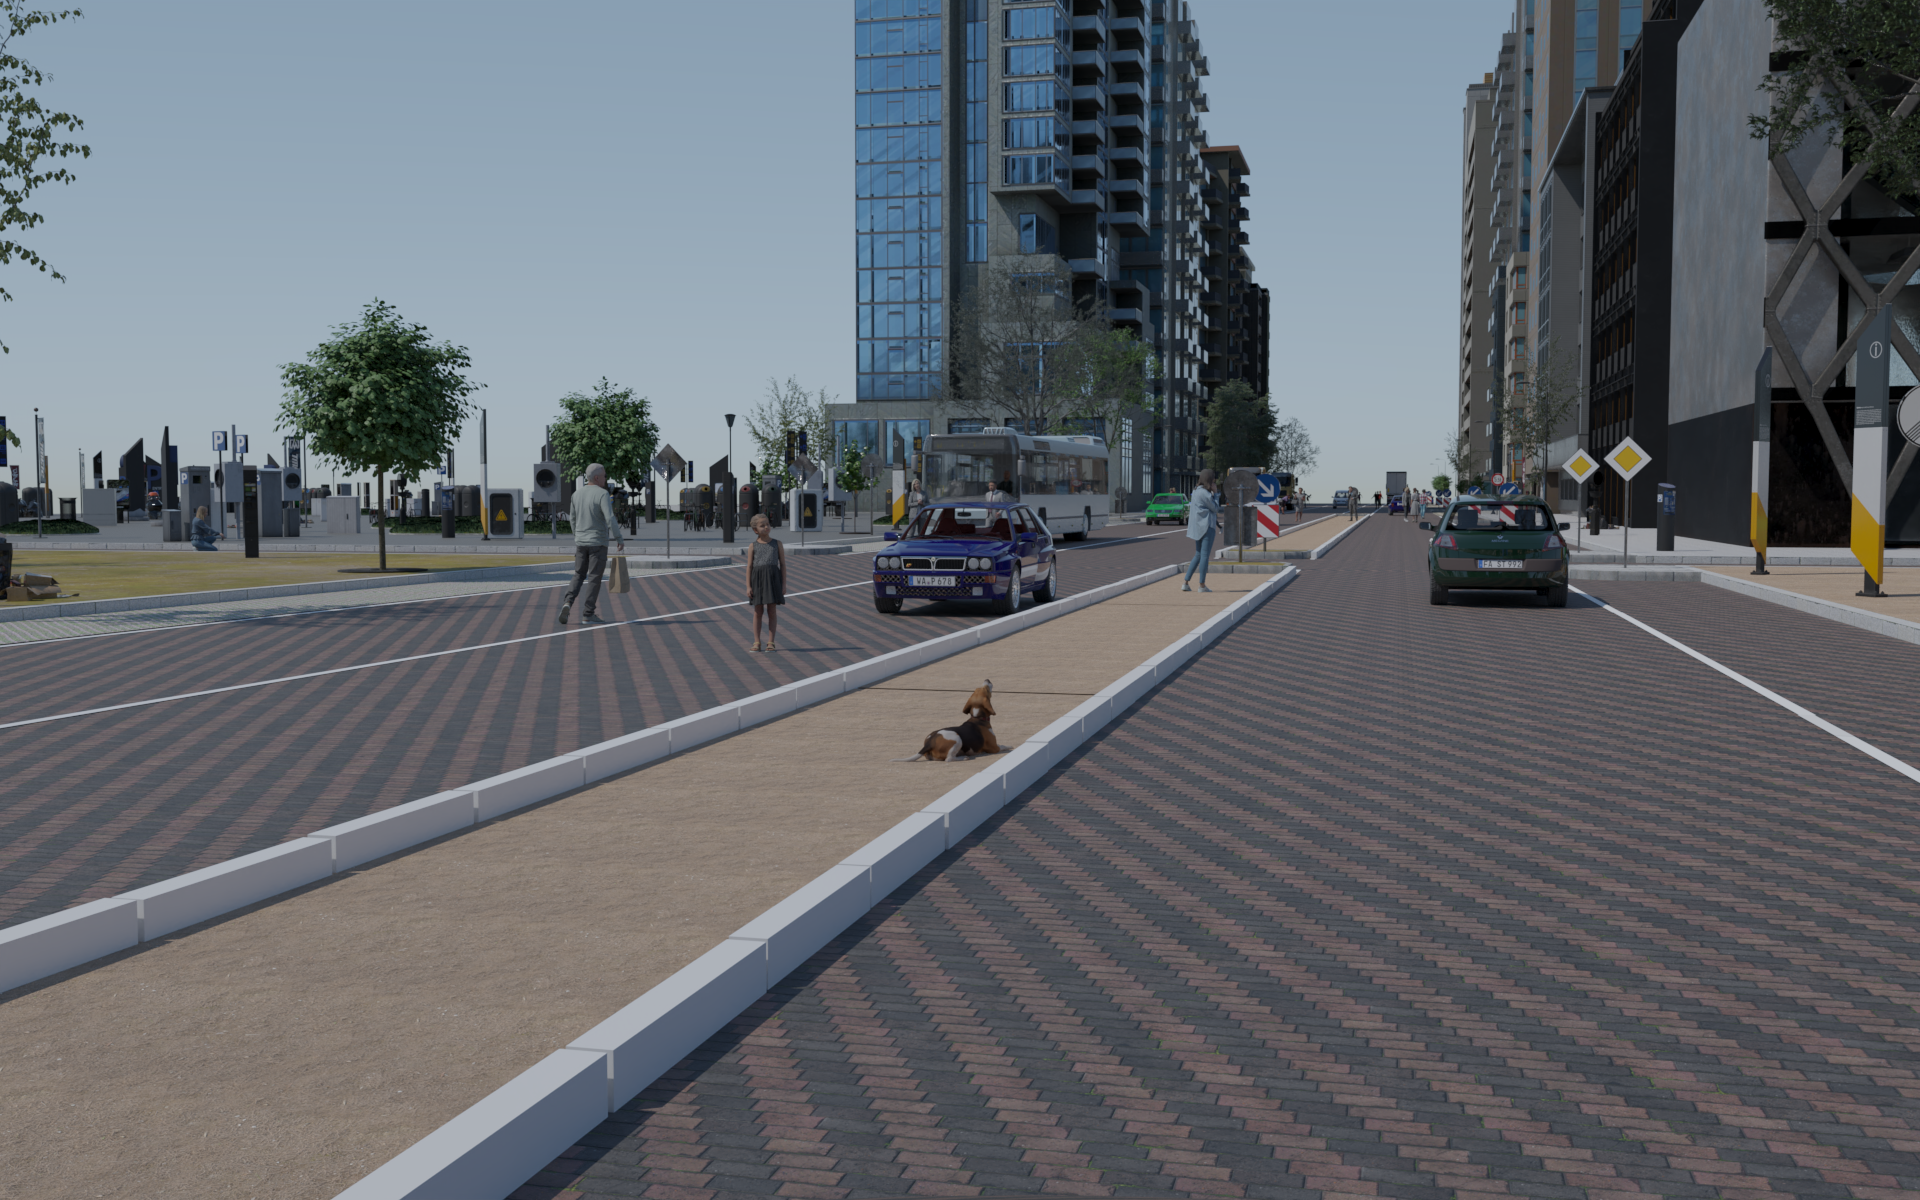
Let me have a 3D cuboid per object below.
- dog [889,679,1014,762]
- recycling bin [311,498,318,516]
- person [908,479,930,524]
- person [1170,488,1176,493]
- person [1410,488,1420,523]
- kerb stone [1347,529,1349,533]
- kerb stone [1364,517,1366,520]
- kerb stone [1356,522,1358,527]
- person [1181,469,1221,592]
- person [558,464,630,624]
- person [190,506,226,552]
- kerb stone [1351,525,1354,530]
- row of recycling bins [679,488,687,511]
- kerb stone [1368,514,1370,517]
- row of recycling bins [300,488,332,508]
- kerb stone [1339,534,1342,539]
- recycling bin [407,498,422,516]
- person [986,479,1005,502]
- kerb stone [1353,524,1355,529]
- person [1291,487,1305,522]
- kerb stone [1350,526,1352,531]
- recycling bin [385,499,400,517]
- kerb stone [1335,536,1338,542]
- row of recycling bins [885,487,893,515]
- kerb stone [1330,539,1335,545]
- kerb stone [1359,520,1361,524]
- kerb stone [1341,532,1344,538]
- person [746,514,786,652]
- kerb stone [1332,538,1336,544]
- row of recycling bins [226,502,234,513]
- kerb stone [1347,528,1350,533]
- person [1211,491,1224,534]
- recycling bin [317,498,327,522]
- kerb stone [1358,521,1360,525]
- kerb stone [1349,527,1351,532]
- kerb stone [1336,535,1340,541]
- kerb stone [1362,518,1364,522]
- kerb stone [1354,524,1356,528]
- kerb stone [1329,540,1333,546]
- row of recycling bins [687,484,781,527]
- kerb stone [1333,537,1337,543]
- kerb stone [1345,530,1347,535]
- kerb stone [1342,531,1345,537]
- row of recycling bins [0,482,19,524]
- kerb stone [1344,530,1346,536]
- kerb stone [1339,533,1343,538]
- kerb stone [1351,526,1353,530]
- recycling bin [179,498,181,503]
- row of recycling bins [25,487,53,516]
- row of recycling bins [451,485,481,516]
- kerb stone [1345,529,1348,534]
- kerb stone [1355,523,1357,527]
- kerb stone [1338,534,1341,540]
[{"bbox_3d":[-0.052,0.657,9.457,0.748,0.427,0.550,0,4,-6],"label":"dog"},{"bbox_3d":[-37.081,-5.374,100.413,0.722,1.027,0.722,1,4,16],"label":"recycling bin"},{"bbox_3d":[-0.993,-2.046,42.135,0.537,1.800,0.526,0,4,-3],"label":"person"},{"bbox_3d":[13.447,-6.170,109.348,0.573,1.828,0.580,2,4,29],"label":"person"},{"bbox_3d":[22.905,-4.782,87.262,0.480,1.755,0.524,-1,4,-11],"label":"person"},{"bbox_3d":[13.240,-2.290,59.686,0.120,0.150,1.000,1,4,14],"label":"kerb stone"},{"bbox_3d":[20.540,-4.056,88.514,0.120,0.150,1.000,1,4,14],"label":"kerb stone"},{"bbox_3d":[16.514,-3.083,72.606,0.120,0.150,1.000,1,4,14],"label":"kerb stone"},{"bbox_3d":[3.493,-1.001,25.138,0.793,1.790,0.793,3,5,41],"label":"person"},{"bbox_3d":[-3.999,-0.614,19.022,0.782,1.767,0.515,2,4,29],"label":"person"},{"bbox_3d":[-17.620,-1.622,40.521,0.738,1.151,1.012,-2,4,-26],"label":"person"},{"bbox_3d":[14.747,-2.658,65.647,0.120,0.150,1.000,1,4,14],"label":"kerb stone"},{"bbox_3d":[-17.613,-6.524,113.785,1.069,1.692,3.534,-1,4,-23],"label":"row of recycling bins"},{"bbox_3d":[23.306,-4.724,99.438,0.120,0.150,1.000,1,4,14],"label":"kerb stone"},{"bbox_3d":[-41.303,-6.353,110.989,3.534,1.692,1.069,3,5,45],"label":"row of recycling bins"},{"bbox_3d":[11.475,-1.859,52.727,0.120,0.150,1.000,1,4,14],"label":"kerb stone"},{"bbox_3d":[-32.037,-5.464,101.882,0.722,1.027,0.722,3,4,36],"label":"recycling bin"},{"bbox_3d":[0.849,-2.047,42.248,0.678,1.792,0.850,2,4,34],"label":"person"},{"bbox_3d":[15.253,-2.779,67.631,0.120,0.150,1.000,1,4,14],"label":"kerb stone"},{"bbox_3d":[17.469,-4.934,89.528,0.716,1.782,0.532,1,4,15],"label":"person"},{"bbox_3d":[14.245,-2.536,63.662,0.120,0.150,1.000,1,4,14],"label":"kerb stone"},{"bbox_3d":[-31.617,-5.135,96.516,0.722,1.027,0.722,-2,4,-26],"label":"recycling bin"},{"bbox_3d":[10.717,-1.682,49.742,0.120,0.150,1.000,1,4,14],"label":"kerb stone"},{"bbox_3d":[-3.495,-6.099,106.826,1.069,1.692,3.534,-2,4,-31],"label":"row of recycling bins"},{"bbox_3d":[9.972,-1.497,46.768,0.120,0.150,1.000,1,4,14],"label":"kerb stone"},{"bbox_3d":[17.778,-3.387,77.576,0.120,0.150,1.000,1,4,14],"label":"kerb stone"},{"bbox_3d":[11.982,-1.989,54.718,0.120,0.150,1.000,1,4,14],"label":"kerb stone"},{"bbox_3d":[-1.760,-0.158,15.752,0.362,1.253,0.373,0,4,-2],"label":"person"},{"bbox_3d":[10.218,-1.562,47.759,0.120,0.150,1.000,1,4,14],"label":"kerb stone"},{"bbox_3d":[-50.087,-6.816,118.553,1.069,1.692,3.534,2,4,34],"label":"row of recycling bins"},{"bbox_3d":[13.494,-2.354,60.676,0.120,0.150,1.000,1,4,14],"label":"kerb stone"},{"bbox_3d":[9.062,-3.293,62.180,0.795,1.843,0.661,-2,4,-25],"label":"person"},{"bbox_3d":[-29.523,-4.197,81.178,0.722,1.027,0.722,0,4,-7],"label":"recycling bin"},{"bbox_3d":[17.265,-3.260,75.590,0.120,0.150,1.000,1,4,14],"label":"kerb stone"},{"bbox_3d":[13.986,-2.476,62.670,0.120,0.150,1.000,1,4,14],"label":"kerb stone"},{"bbox_3d":[10.971,-1.746,50.741,0.120,0.150,1.000,1,4,14],"label":"kerb stone"},{"bbox_3d":[19.282,-3.753,83.553,0.120,0.150,1.000,1,4,14],"label":"kerb stone"},{"bbox_3d":[15.500,-2.834,68.634,0.120,0.150,1.000,1,4,14],"label":"kerb stone"},{"bbox_3d":[9.719,-1.442,45.777,0.120,0.150,1.000,1,4,14],"label":"kerb stone"},{"bbox_3d":[-8.749,-3.723,67.980,3.534,1.692,1.069,0,4,6],"label":"row of recycling bins"},{"bbox_3d":[10.475,-1.624,48.749,0.120,0.150,1.000,1,4,14],"label":"kerb stone"},{"bbox_3d":[12.737,-2.171,57.692,0.120,0.150,1.000,1,4,14],"label":"kerb stone"},{"bbox_3d":[12.227,-2.047,55.712,0.120,0.150,1.000,1,4,14],"label":"kerb stone"},{"bbox_3d":[-34.185,-3.323,61.440,1.069,1.692,3.534,-3,4,-37],"label":"row of recycling bins"},{"bbox_3d":[12.487,-2.110,56.701,0.120,0.150,1.000,1,4,14],"label":"kerb stone"},{"bbox_3d":[11.721,-1.928,53.718,0.120,0.150,1.000,1,4,14],"label":"kerb stone"},{"bbox_3d":[14.500,-2.597,64.654,0.120,0.150,1.000,1,4,14],"label":"kerb stone"},{"bbox_3d":[-51.336,-6.243,114.628,0.722,1.027,0.722,2,4,29],"label":"recycling bin"},{"bbox_3d":[-54.275,-5.804,102.000,1.069,1.692,3.534,-1,4,-11],"label":"row of recycling bins"},{"bbox_3d":[-22.703,-4.394,78.955,1.069,1.692,3.534,-2,4,-34],"label":"row of recycling bins"},{"bbox_3d":[12.989,-2.232,58.685,0.120,0.150,1.000,1,4,14],"label":"kerb stone"},{"bbox_3d":[16.011,-2.959,70.618,0.120,0.150,1.000,1,4,14],"label":"kerb stone"},{"bbox_3d":[11.220,-1.807,51.736,0.120,0.150,1.000,1,4,14],"label":"kerb stone"}]
